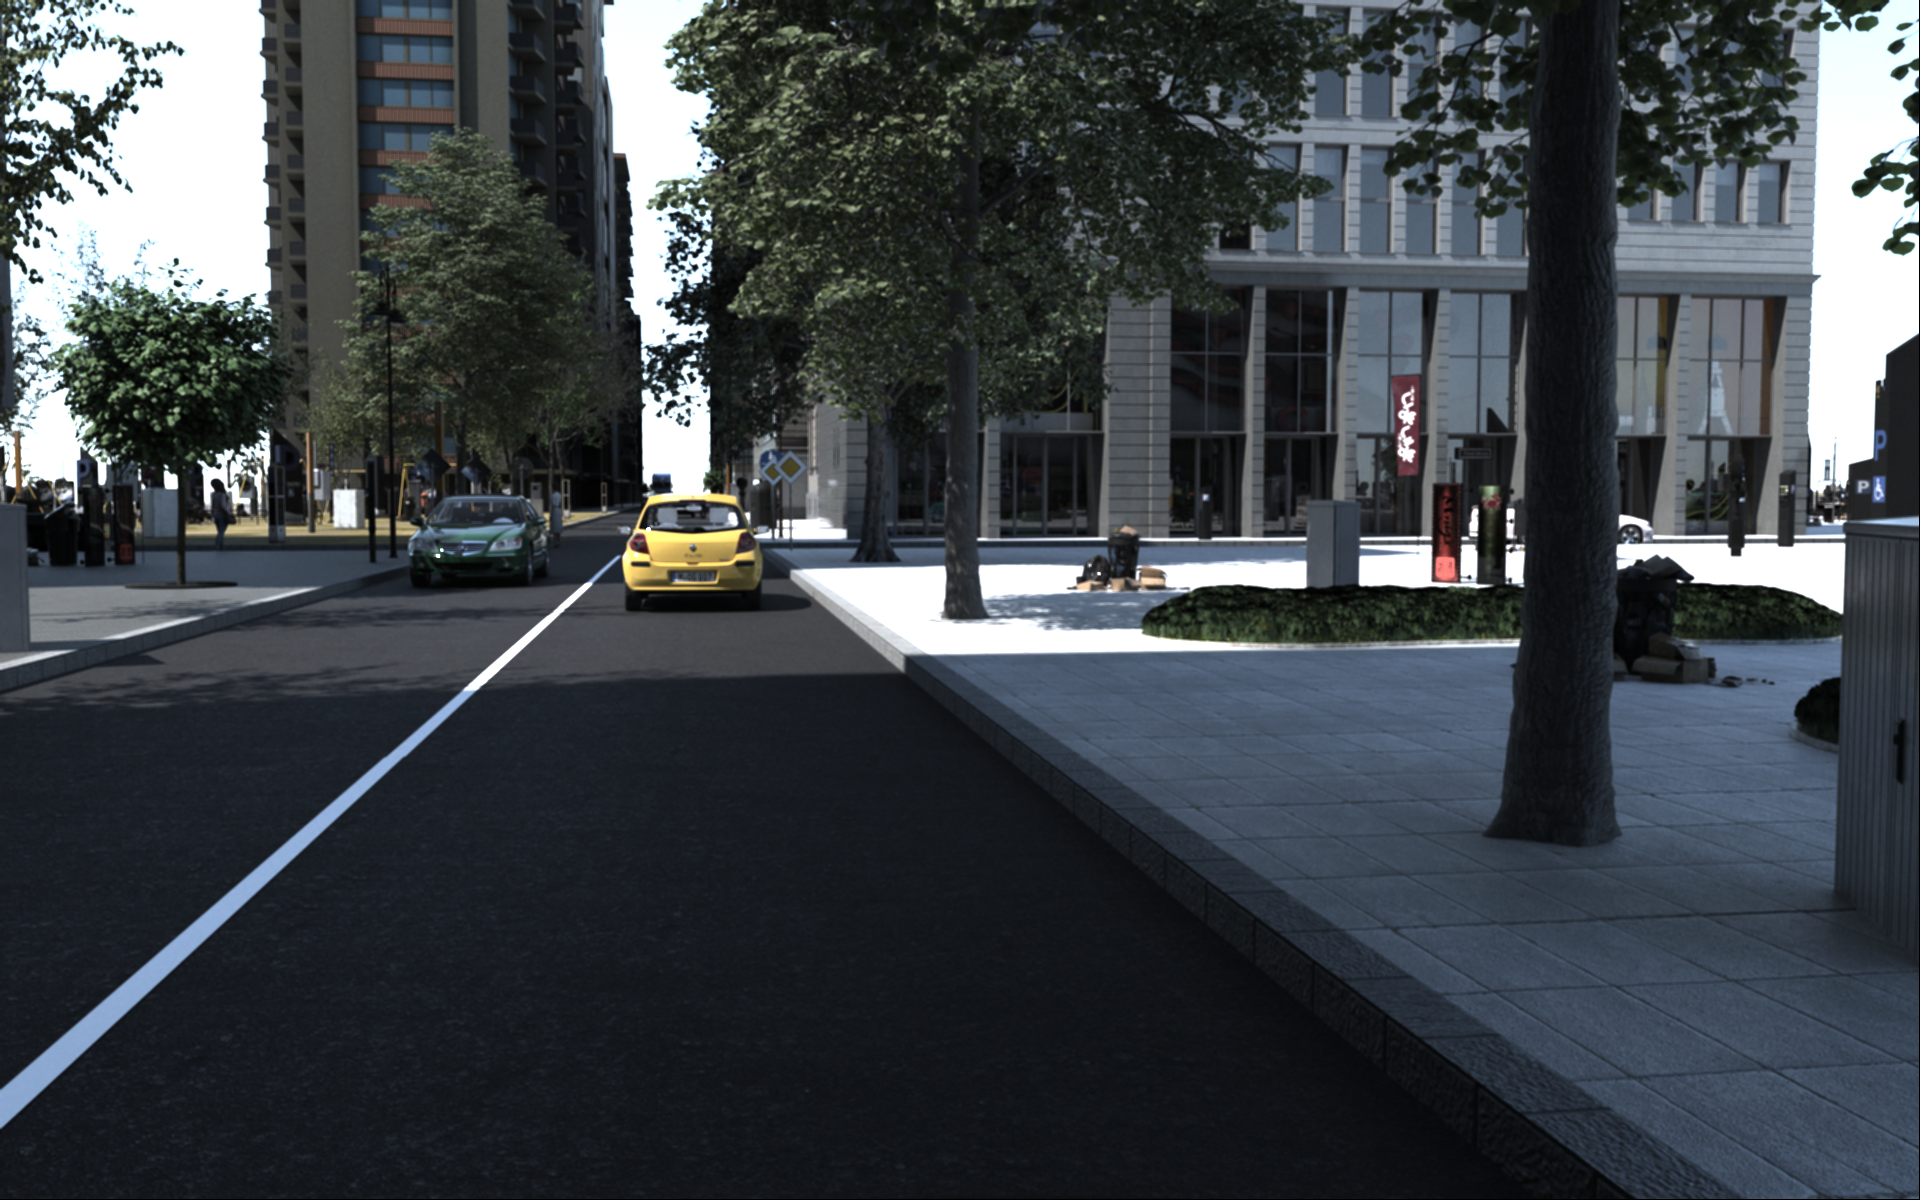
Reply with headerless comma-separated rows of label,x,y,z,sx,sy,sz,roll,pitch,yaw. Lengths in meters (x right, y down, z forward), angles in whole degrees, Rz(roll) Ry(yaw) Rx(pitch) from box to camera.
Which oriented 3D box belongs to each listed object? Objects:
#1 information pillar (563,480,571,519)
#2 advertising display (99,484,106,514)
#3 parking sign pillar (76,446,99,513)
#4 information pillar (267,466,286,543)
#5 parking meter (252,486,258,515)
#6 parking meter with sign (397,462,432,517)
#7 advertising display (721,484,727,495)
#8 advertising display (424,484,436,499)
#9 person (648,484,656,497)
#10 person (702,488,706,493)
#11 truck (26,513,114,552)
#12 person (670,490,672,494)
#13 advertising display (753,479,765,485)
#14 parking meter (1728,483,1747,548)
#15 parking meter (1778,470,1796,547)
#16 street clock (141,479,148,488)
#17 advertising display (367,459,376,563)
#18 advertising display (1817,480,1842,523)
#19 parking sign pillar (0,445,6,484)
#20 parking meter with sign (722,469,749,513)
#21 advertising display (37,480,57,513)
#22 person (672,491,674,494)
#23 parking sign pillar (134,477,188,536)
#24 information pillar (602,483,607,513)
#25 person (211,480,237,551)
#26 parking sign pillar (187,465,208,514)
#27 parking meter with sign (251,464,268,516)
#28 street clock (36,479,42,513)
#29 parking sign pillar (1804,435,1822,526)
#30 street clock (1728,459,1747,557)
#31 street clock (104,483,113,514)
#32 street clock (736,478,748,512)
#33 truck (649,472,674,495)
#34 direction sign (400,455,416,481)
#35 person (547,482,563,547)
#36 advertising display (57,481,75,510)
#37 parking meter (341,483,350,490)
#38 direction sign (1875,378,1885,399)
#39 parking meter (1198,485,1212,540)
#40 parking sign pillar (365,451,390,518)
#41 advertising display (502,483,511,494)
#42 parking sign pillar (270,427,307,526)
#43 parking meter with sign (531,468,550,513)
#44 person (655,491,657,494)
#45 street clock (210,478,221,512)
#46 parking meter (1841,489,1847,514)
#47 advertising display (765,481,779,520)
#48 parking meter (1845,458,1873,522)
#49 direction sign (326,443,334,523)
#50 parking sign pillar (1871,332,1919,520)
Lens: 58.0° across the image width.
information pillar,-20.386,-5.218,89.802,0.304,2.012,0.304,0,4,3
advertising display,-55.722,-6.553,112.352,0.123,1.923,0.974,1,4,9
parking sign pillar,-48.886,-6.641,97.058,1.447,3.967,1.447,2,4,24
information pillar,-17.950,-2.507,45.481,0.304,2.012,0.304,2,4,24
parking meter,-43.205,-6.136,106.034,0.399,1.863,0.255,0,4,3
parking meter with sign,-29.833,-6.022,94.723,1.738,3.016,0.543,-1,4,-13
advertising display,-16.160,-6.995,119.585,0.123,1.923,0.974,-1,4,-21
advertising display,-35.393,-6.747,115.533,0.974,1.923,0.123,0,4,1
person,-12.174,-3.704,69.086,0.620,1.820,0.660,0,4,-7
person,-14.974,-5.632,100.770,0.473,1.802,0.592,2,4,34
truck,-29.603,-3.068,39.924,18.799,4.110,2.967,-1,4,-10
person,-24.405,-8.391,146.217,0.617,1.759,0.750,0,4,-6
advertising display,-8.433,-4.093,72.129,0.123,1.923,0.974,-1,4,-23
parking meter,18.466,-2.003,41.162,0.372,1.533,0.369,0,3,0
parking meter,19.998,-2.213,41.896,0.399,1.863,0.255,-3,5,-41
street clock,-28.453,-3.442,60.849,0.471,2.002,0.358,-3,5,-44
advertising display,-11.087,-1.678,32.648,0.123,1.923,0.974,-1,4,-19
advertising display,38.821,-4.414,77.376,0.974,1.923,0.123,2,4,34
parking sign pillar,-52.315,-6.445,93.849,1.447,3.967,1.447,0,4,8
parking meter with sign,-15.338,-7.475,118.478,1.738,3.016,0.543,1,4,9
advertising display,-42.700,-4.627,80.866,0.123,1.923,0.974,1,4,9
person,-30.097,-10.623,182.634,0.568,1.767,0.683,1,4,17
parking sign pillar,-24.745,-3.965,53.299,1.447,3.967,1.447,-2,4,-28
information pillar,-23.757,-6.804,115.732,0.304,2.012,0.304,0,4,0
person,-16.936,-1.868,39.636,0.593,1.750,0.643,2,4,29
parking sign pillar,-47.162,-7.231,106.700,1.447,3.967,1.447,1,4,13
parking meter with sign,-40.451,-6.414,101.135,1.738,3.016,0.543,1,4,12
street clock,-45.280,-4.939,85.320,0.471,2.002,0.358,-2,4,-25
parking sign pillar,33.825,-4.955,69.478,1.447,3.967,1.447,1,4,19
street clock,15.939,-1.893,35.514,0.358,2.002,0.471,2,4,32
street clock,-44.521,-5.271,90.743,0.471,2.002,0.358,0,4,1
street clock,-9.542,-4.359,75.842,0.471,2.002,0.358,2,4,34
truck,-37.784,-14.118,220.588,2.967,4.110,18.799,-1,4,-8
direction sign,-32.208,-6.676,101.148,0.876,3.537,0.379,-1,4,-11
person,-10.945,-2.294,46.573,0.524,1.755,0.480,1,4,12
advertising display,-42.940,-4.767,83.147,0.974,1.923,0.123,1,4,13
parking meter,-31.052,-5.002,87.487,0.255,1.863,0.399,3,5,44
direction sign,18.141,-2.579,34.170,0.379,3.537,0.876,1,4,14
parking meter,6.885,-2.459,48.609,0.372,1.533,0.369,0,3,0
parking sign pillar,-31.103,-6.337,92.090,1.447,3.967,1.447,3,5,43
advertising display,-27.249,-6.074,104.528,0.974,1.923,0.123,2,4,30
parking sign pillar,-26.873,-4.933,69.127,1.447,3.967,1.447,2,4,24
parking meter with sign,-28.701,-7.409,117.404,1.738,3.016,0.543,0,4,-7
person,-30.304,-9.972,172.479,0.756,1.711,0.436,2,4,25
street clock,-33.442,-4.486,77.910,0.471,2.002,0.358,-3,4,-38
parking meter,47.250,-5.140,92.442,0.372,1.533,0.369,0,3,0
advertising display,-9.279,-4.896,85.267,0.974,1.923,0.123,-3,4,-37
parking meter,14.432,-1.350,27.792,0.399,1.863,0.255,1,4,15
direction sign,-27.829,-5.172,76.552,0.379,3.537,0.876,-3,4,-38
parking sign pillar,12.673,-2.087,22.598,1.447,3.967,1.447,0,4,3
